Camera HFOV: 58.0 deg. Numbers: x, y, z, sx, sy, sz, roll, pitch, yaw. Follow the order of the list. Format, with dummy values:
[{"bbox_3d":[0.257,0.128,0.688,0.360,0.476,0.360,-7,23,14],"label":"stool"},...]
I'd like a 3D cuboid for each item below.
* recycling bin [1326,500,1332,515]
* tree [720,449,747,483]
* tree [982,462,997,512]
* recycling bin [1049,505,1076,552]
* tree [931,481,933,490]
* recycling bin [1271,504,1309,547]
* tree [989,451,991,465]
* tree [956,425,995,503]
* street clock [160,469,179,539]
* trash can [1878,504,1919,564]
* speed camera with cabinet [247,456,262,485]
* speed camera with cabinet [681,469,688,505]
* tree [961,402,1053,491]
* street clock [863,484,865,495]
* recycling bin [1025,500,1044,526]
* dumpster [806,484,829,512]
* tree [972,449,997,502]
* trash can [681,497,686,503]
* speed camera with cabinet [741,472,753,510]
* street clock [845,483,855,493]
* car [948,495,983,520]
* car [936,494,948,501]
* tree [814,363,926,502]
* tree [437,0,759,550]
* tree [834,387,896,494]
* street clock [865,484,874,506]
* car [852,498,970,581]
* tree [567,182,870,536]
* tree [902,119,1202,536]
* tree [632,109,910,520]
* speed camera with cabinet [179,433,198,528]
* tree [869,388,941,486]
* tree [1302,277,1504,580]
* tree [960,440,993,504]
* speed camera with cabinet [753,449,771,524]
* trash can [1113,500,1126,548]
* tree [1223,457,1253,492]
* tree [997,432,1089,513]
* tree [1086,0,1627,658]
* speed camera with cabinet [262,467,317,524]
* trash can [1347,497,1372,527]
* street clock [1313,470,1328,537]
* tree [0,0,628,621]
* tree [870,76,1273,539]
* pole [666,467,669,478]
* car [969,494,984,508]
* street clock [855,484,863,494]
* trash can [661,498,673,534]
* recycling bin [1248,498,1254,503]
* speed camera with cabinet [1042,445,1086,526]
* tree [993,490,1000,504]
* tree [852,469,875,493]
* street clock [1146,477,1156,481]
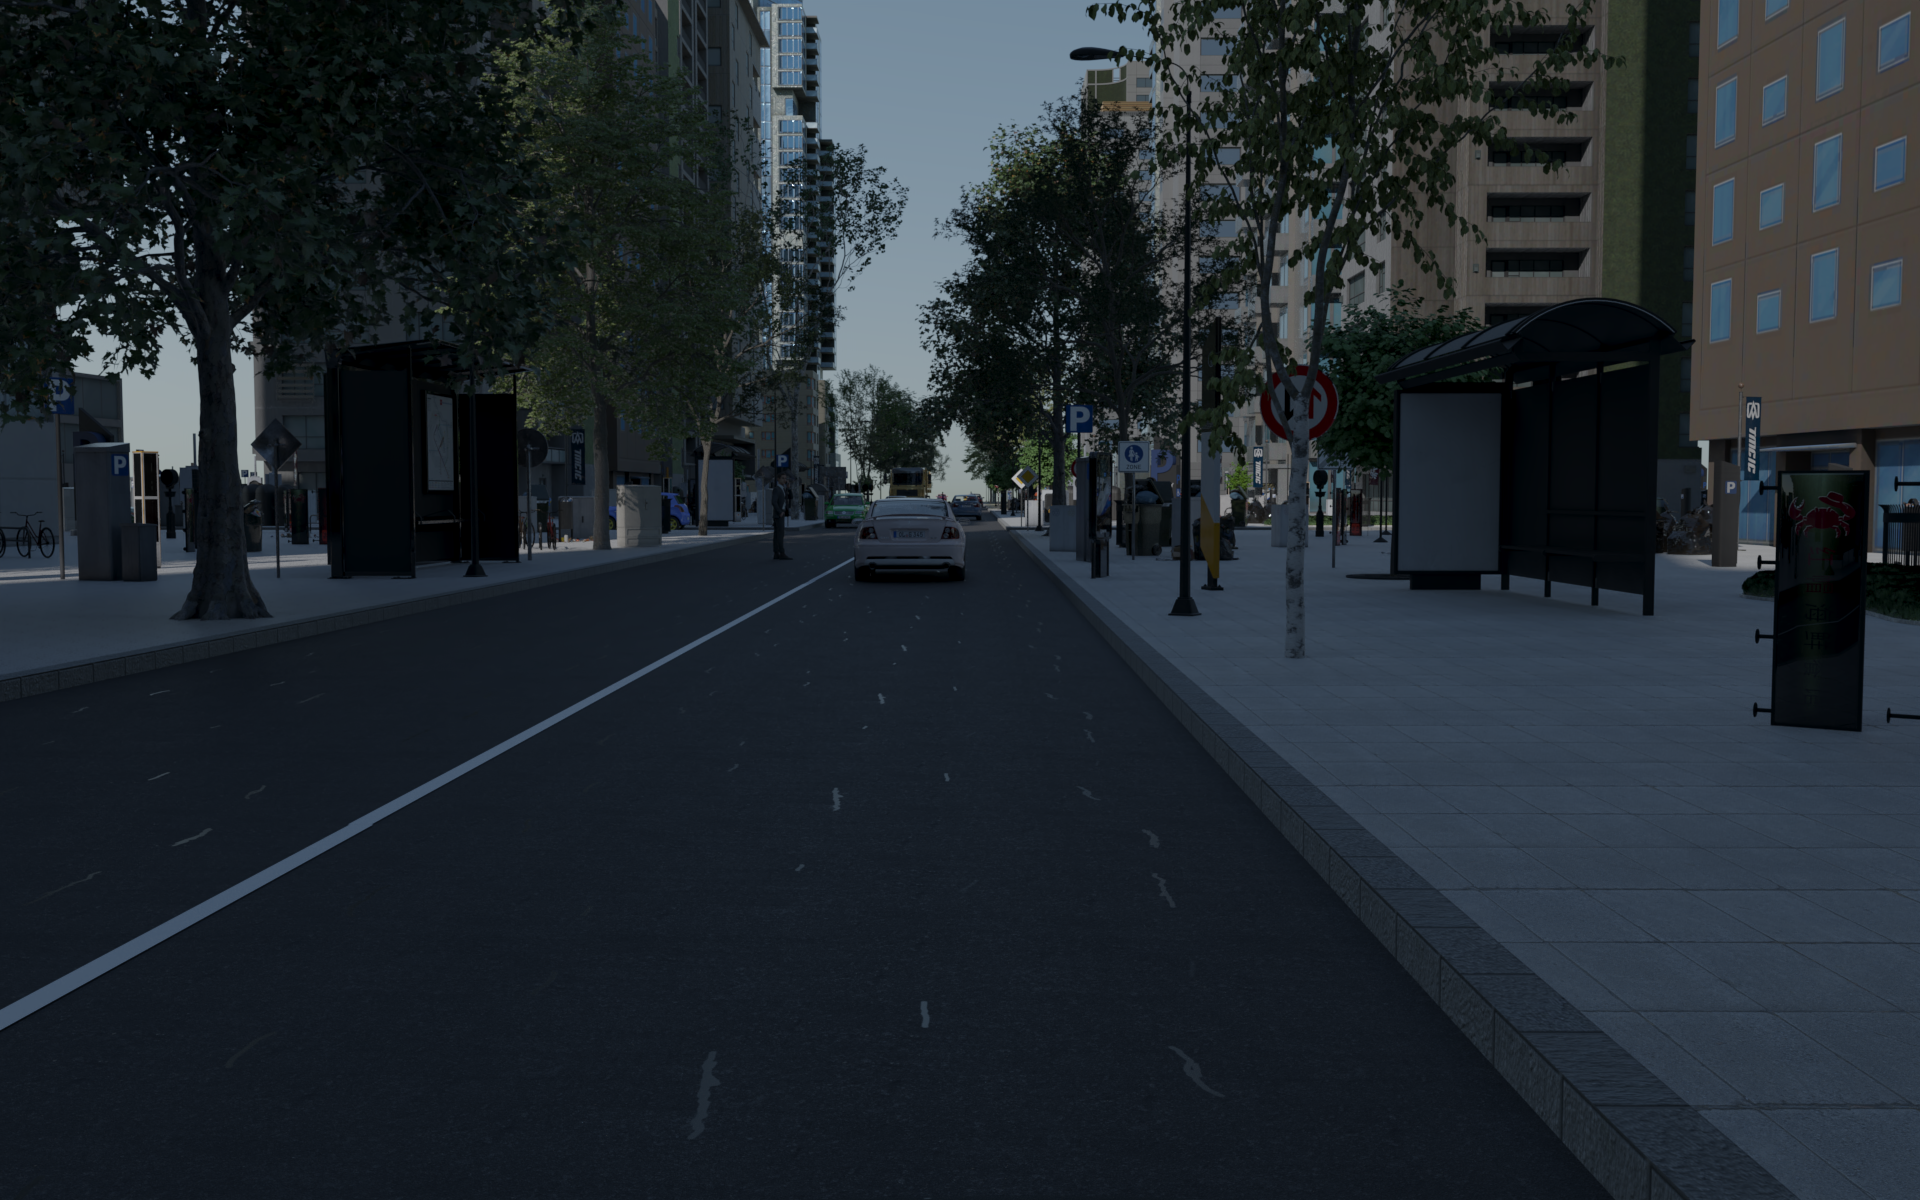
[{"bbox_3d":[17.365,-4.140,80.247,0.722,1.027,0.722,0,4,6],"label":"recycling bin"},{"bbox_3d":[-17.142,-8.666,125.396,4.285,4.588,4.351,0,3,0],"label":"tree"},{"bbox_3d":[4.290,-8.318,119.707,4.285,4.588,4.351,0,3,0],"label":"tree"},{"bbox_3d":[2.459,-1.610,38.880,0.722,1.027,0.722,2,4,24],"label":"recycling bin"},{"bbox_3d":[-6.194,-18.992,294.233,4.285,4.588,4.351,0,3,0],"label":"tree"},{"bbox_3d":[8.005,-1.803,42.037,0.722,1.027,0.722,-1,4,-8],"label":"recycling bin"},{"bbox_3d":[4.936,-15.194,198.783,4.360,8.622,3.978,0,3,0],"label":"tree"},{"bbox_3d":[4.626,-23.750,244.199,12.611,20.169,13.585,0,3,0],"label":"tree"},{"bbox_3d":[-22.740,-2.771,49.870,0.471,2.002,0.358,1,4,19],"label":"street clock"},{"bbox_3d":[13.092,-0.751,23.940,0.748,1.137,0.748,0,3,0],"label":"trash can"},{"bbox_3d":[-37.250,-5.835,89.742,2.038,3.252,0.660,-1,4,-12],"label":"speed camera with cabinet"},{"bbox_3d":[-21.931,-8.890,139.686,0.660,3.252,2.038,1,4,11],"label":"speed camera with cabinet"},{"bbox_3d":[4.634,-15.279,160.188,12.009,13.543,11.850,0,3,0],"label":"tree"},{"bbox_3d":[-6.947,-7.467,126.658,0.471,2.002,0.358,-1,4,-17],"label":"street clock"},{"bbox_3d":[2.988,-3.467,69.241,0.722,1.027,0.722,0,4,7],"label":"recycling bin"},{"bbox_3d":[-7.982,-5.562,96.692,1.264,1.857,1.865,0,4,0],"label":"dumpster"},{"bbox_3d":[5.687,-21.614,279.141,9.928,11.665,9.643,0,3,0],"label":"tree"},{"bbox_3d":[-13.590,-4.407,83.715,0.748,1.137,0.748,0,3,0],"label":"trash can"},{"bbox_3d":[-16.851,-8.741,137.247,0.660,3.252,2.038,3,4,38],"label":"speed camera with cabinet"},{"bbox_3d":[-7.345,-6.708,114.246,0.471,2.002,0.358,-1,4,-19],"label":"street clock"},{"bbox_3d":[0.293,-5.112,95.580,2.014,1.417,4.499,0,4,-1],"label":"car"},{"bbox_3d":[-3.151,-17.885,301.456,2.155,1.783,4.494,0,4,-1],"label":"car"},{"bbox_3d":[-7.539,-13.036,138.898,9.928,11.665,9.643,0,3,0],"label":"tree"},{"bbox_3d":[-8.697,-7.442,39.801,7.486,12.596,7.792,0,3,0],"label":"tree"},{"bbox_3d":[-6.701,-10.232,117.655,4.360,8.622,3.978,0,3,0],"label":"tree"},{"bbox_3d":[-6.425,-7.390,125.389,0.358,2.002,0.471,1,4,18],"label":"street clock"},{"bbox_3d":[-0.854,-1.080,30.015,2.083,1.381,4.827,0,4,-1],"label":"car"},{"bbox_3d":[-7.842,-7.226,52.557,8.767,10.594,7.601,-1,4,-14],"label":"tree"},{"bbox_3d":[2.920,-8.287,52.498,9.611,12.733,9.660,0,3,0],"label":"tree"},{"bbox_3d":[-9.655,-14.131,86.923,12.611,20.169,13.585,0,3,0],"label":"tree"},{"bbox_3d":[-25.305,-3.833,57.006,0.660,3.252,2.038,-1,4,-19],"label":"speed camera with cabinet"},{"bbox_3d":[-6.606,-18.202,204.260,9.857,13.997,8.962,0,3,0],"label":"tree"},{"bbox_3d":[6.579,-2.608,26.350,4.285,4.588,4.351,0,3,0],"label":"tree"},{"bbox_3d":[3.942,-18.969,228.265,7.486,12.596,7.792,0,3,0],"label":"tree"},{"bbox_3d":[-8.523,-4.940,75.097,0.660,3.252,2.038,0,4,-8],"label":"speed camera with cabinet"},{"bbox_3d":[4.045,-1.827,41.522,0.748,1.137,0.748,0,3,0],"label":"trash can"},{"bbox_3d":[14.095,-5.694,87.703,1.663,3.219,1.824,0,3,0],"label":"tree"},{"bbox_3d":[3.986,-5.606,75.364,4.285,4.588,4.351,0,3,0],"label":"tree"},{"bbox_3d":[2.802,-3.861,13.498,4.737,8.622,4.395,0,3,0],"label":"tree"},{"bbox_3d":[-28.887,-4.918,74.751,2.038,3.252,0.660,-1,4,-21],"label":"speed camera with cabinet"},{"bbox_3d":[15.735,-3.427,67.684,0.748,1.137,0.748,0,3,0],"label":"trash can"},{"bbox_3d":[10.789,-2.894,51.888,0.358,2.002,0.471,-1,4,-23],"label":"street clock"},{"bbox_3d":[-7.767,-6.164,17.791,9.611,12.733,9.660,0,3,0],"label":"tree"},{"bbox_3d":[3.608,-6.396,38.984,7.601,10.594,8.767,2,4,30],"label":"tree"},{"bbox_3d":[-22.361,-8.472,132.353,0.158,3.312,0.155,0,3,0],"label":"pole"},{"bbox_3d":[1.560,-10.780,185.288,2.155,1.783,4.494,0,4,0],"label":"car"},{"bbox_3d":[-7.486,-7.394,125.454,0.471,2.002,0.358,-1,4,-16],"label":"street clock"},{"bbox_3d":[-9.671,-2.717,56.079,0.748,1.137,0.748,0,3,0],"label":"trash can"},{"bbox_3d":[19.251,-6.311,115.731,0.722,1.027,0.722,1,4,15],"label":"recycling bin"},{"bbox_3d":[4.360,-4.649,70.339,2.038,3.252,0.660,2,4,25],"label":"speed camera with cabinet"},{"bbox_3d":[4.820,-14.633,233.842,1.663,3.219,1.824,0,3,0],"label":"tree"},{"bbox_3d":[-7.421,-8.284,130.040,1.663,3.219,1.824,0,3,0],"label":"tree"},{"bbox_3d":[8.117,-4.233,73.785,0.471,2.002,0.358,2,4,23],"label":"street clock"}]
